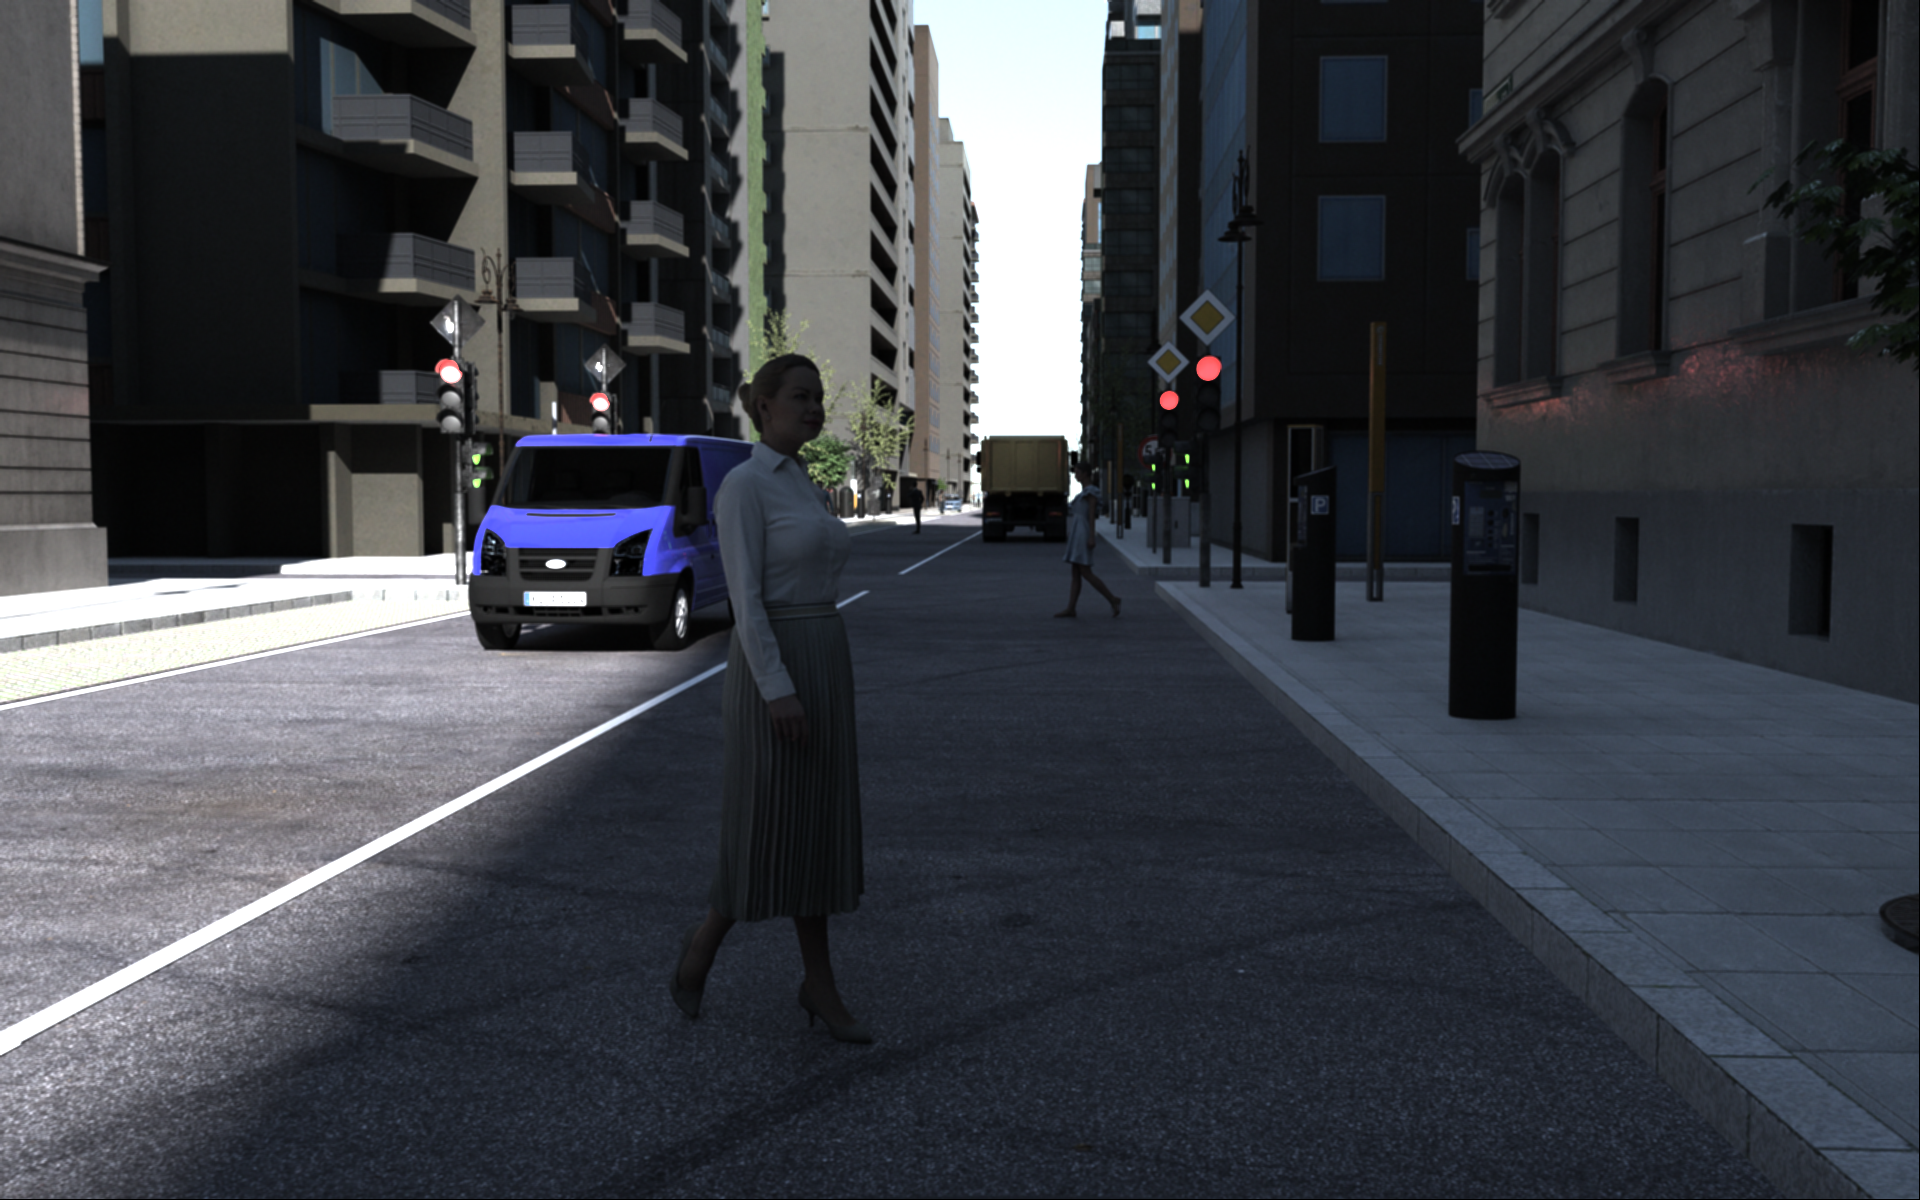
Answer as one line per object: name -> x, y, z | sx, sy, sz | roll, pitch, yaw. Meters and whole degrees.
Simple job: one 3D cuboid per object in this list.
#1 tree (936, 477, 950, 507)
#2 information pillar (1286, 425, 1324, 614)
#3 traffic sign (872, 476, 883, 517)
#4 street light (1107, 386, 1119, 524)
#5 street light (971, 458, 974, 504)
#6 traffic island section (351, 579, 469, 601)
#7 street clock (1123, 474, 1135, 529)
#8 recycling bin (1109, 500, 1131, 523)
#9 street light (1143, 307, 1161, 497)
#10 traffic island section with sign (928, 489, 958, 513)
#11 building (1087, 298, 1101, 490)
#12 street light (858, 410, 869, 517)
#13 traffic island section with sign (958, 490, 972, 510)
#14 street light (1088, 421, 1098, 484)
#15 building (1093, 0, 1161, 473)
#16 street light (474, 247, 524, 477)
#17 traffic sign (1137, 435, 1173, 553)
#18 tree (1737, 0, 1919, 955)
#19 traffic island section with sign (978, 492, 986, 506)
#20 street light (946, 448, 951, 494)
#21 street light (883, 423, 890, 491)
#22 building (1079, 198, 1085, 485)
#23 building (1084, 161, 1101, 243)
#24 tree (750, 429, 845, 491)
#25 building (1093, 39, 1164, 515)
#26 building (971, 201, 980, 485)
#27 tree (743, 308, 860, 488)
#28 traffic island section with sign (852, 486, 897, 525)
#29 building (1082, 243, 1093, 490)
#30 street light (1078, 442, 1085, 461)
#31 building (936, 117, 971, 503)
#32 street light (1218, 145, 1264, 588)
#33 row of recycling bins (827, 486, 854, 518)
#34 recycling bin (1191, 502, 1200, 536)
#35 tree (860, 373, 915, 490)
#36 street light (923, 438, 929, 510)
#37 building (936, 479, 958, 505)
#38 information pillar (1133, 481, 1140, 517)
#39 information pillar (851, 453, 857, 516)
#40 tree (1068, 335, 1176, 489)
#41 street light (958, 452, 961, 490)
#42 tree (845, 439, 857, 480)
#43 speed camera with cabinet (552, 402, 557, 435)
tree -> -2.093, -11.072, 175.632 | 1.663, 3.219, 1.824 | 0, 3, 0
information pillar -> 3.689, -0.860, 18.545 | 0.304, 2.012, 0.304 | 2, 4, 28
traffic sign -> -4.692, -5.890, 98.437 | 0.606, 2.300, 0.079 | 0, 4, 8
street light -> 6.564, -6.211, 74.339 | 0.468, 5.910, 1.993 | 0, 4, 3
street light -> 1.623, -15.367, 224.033 | 0.468, 5.910, 1.993 | 0, 4, 3
traffic island section -> -7.073, -0.135, 24.496 | 2.009, 0.180, 2.903 | 0, 4, 3
street clock -> 6.155, -3.605, 63.519 | 0.471, 2.002, 0.358 | 2, 4, 25
recycling bin -> 7.068, -3.905, 76.403 | 0.722, 1.027, 0.722 | -2, 4, -25
street light -> 4.785, -4.289, 42.910 | 0.468, 5.910, 1.993 | 0, 4, 3
traffic island section with sign -> -1.382, -7.441, 130.295 | 1.989, 1.847, 2.006 | 0, 4, 3
building -> 26.393, -19.681, 166.818 | 27.650, 21.520, 28.899 | 0, 4, 3
street light -> -5.298, -7.503, 95.467 | 0.468, 5.910, 1.993 | 0, 4, 3
traffic island section with sign -> 0.086, -9.124, 157.798 | 1.989, 1.847, 2.006 | 0, 4, 3
street light -> 8.278, -8.163, 106.261 | 0.468, 5.910, 1.993 | 0, 4, 3
building -> 22.601, -31.554, 135.512 | 23.786, 49.044, 30.456 | 0, 4, 3
street light -> -8.661, -3.664, 32.687 | 0.468, 5.910, 1.993 | 0, 4, 3
traffic sign -> 4.212, -2.283, 37.436 | 0.768, 2.556, 0.104 | 1, 4, 11
tree -> 3.273, -0.617, 4.688 | 1.663, 3.219, 1.824 | 0, 3, 0
traffic island section with sign -> 3.140, -12.601, 214.647 | 1.989, 1.847, 2.006 | 0, 4, 3
street light -> -1.168, -12.184, 171.990 | 0.468, 5.910, 1.993 | 0, 4, 3
street light -> -4.534, -8.339, 109.133 | 0.468, 5.910, 1.993 | 0, 4, 3
building -> 28.452, -36.443, 250.474 | 22.147, 44.769, 28.867 | 0, 4, 3
building -> 23.420, -35.392, 228.777 | 14.600, 45.320, 14.200 | 0, 4, 3
tree -> -7.526, -5.483, 73.366 | 4.285, 4.588, 4.351 | 0, 3, 0
building -> 16.223, -20.918, 113.713 | 14.160, 30.474, 14.107 | 0, 4, 3
building -> -8.426, -36.551, 252.225 | 22.147, 44.769, 28.867 | 0, 4, 3
tree -> -6.619, -7.191, 67.941 | 4.737, 8.622, 4.395 | 0, 3, 0
traffic island section with sign -> -4.019, -4.455, 81.473 | 1.989, 1.847, 2.006 | 0, 4, 3
building -> 21.112, -26.214, 200.292 | 14.160, 30.474, 14.107 | 0, 4, 3
street light -> 10.764, -10.931, 151.508 | 0.468, 5.910, 1.993 | 0, 4, 3
building -> -9.661, -36.896, 226.953 | 21.300, 48.544, 21.600 | 0, 4, 3
street light -> 3.773, -3.097, 23.431 | 0.468, 5.910, 1.993 | 0, 4, 3
row of recycling bins -> -7.499, -5.293, 93.660 | 3.534, 1.692, 1.069 | -1, 4, -8
recycling bin -> 7.098, -2.471, 52.958 | 0.722, 1.027, 0.722 | 2, 4, 25
tree -> -5.056, -9.461, 105.045 | 4.737, 8.622, 4.395 | 0, 3, 0
street light -> -2.772, -10.264, 140.596 | 0.468, 5.910, 1.993 | 0, 4, 3
building -> -16.620, -31.346, 204.392 | 32.217, 40.220, 23.993 | 0, 4, 3
information pillar -> 9.901, -5.669, 97.180 | 0.304, 2.012, 0.304 | 3, 4, 38
information pillar -> -6.109, -6.607, 99.376 | 0.183, 3.616, 0.504 | -2, 4, -35
tree -> 7.541, -7.915, 79.772 | 4.737, 8.622, 4.395 | 0, 3, 0
street light -> -0.066, -13.441, 192.547 | 0.468, 5.910, 1.993 | 0, 4, 3
tree -> -6.748, -6.235, 85.649 | 4.285, 4.588, 4.351 | 0, 3, 0
speed camera with cabinet -> -8.488, -2.589, 36.661 | 0.660, 3.252, 2.038 | 0, 4, -4
